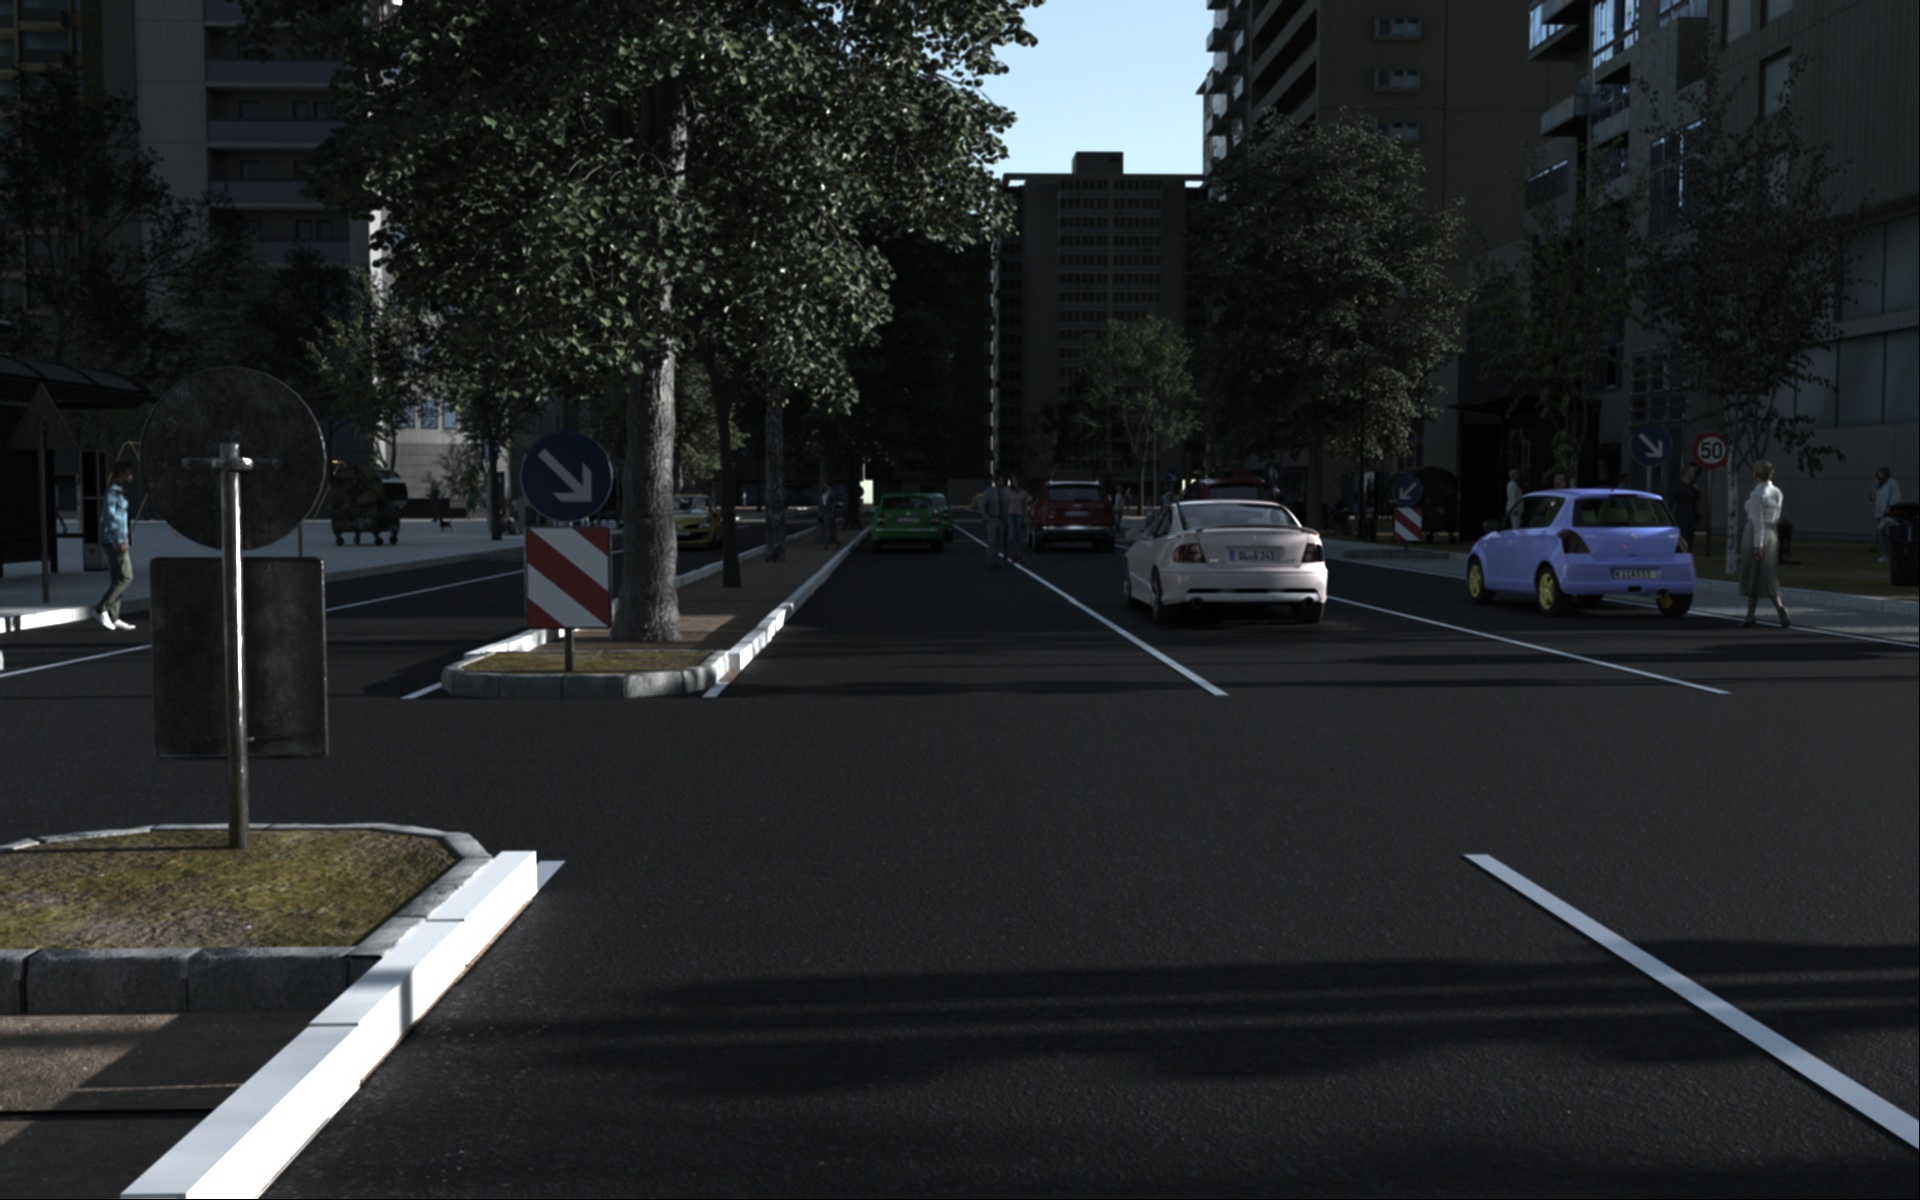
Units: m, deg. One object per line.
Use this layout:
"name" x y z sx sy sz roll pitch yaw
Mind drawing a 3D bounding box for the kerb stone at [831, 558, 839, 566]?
"kerb stone" -2.438 -0.658 32.962 0.120 0.150 1.000 0 4 -2

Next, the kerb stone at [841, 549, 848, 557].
"kerb stone" -2.605 -0.972 38.084 0.120 0.150 1.000 0 4 -2

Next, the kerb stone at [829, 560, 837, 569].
"kerb stone" -2.401 -0.596 31.936 0.120 0.150 1.000 0 4 -2

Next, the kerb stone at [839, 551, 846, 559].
"kerb stone" -2.569 -0.909 37.062 0.120 0.150 1.000 0 4 -2

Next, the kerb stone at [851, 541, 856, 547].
"kerb stone" -2.790 -1.344 44.216 0.120 0.150 1.000 0 4 -2

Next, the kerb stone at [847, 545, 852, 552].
"kerb stone" -2.700 -1.159 41.150 0.120 0.150 1.000 0 4 -2

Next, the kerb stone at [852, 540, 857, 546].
"kerb stone" -2.821 -1.410 45.245 0.120 0.150 1.000 0 4 -2

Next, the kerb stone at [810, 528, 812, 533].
"kerb stone" -5.451 -2.408 61.574 0.120 0.150 1.000 0 4 -2

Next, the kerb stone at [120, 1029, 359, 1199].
"kerb stone" -1.495 1.133 3.677 0.120 0.150 1.000 0 4 -2

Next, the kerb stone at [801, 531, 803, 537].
"kerb stone" -5.288 -2.095 56.453 0.120 0.150 1.000 0 4 -2

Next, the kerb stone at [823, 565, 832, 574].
"kerb stone" -2.330 -0.470 29.885 0.120 0.150 1.000 0 4 -2

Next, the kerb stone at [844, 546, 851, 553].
"kerb stone" -2.668 -1.094 40.128 0.120 0.150 1.000 0 4 -2

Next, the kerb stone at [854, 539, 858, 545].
"kerb stone" -2.858 -1.472 46.270 0.120 0.150 1.000 0 4 -2

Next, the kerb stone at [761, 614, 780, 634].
"kerb stone" -1.945 0.282 17.581 0.120 0.150 1.000 0 4 -2

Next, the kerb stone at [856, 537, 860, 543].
"kerb stone" -2.929 -1.597 48.313 0.120 0.150 1.000 0 4 -2

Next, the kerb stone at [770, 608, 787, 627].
"kerb stone" -1.981 0.219 18.616 0.120 0.150 1.000 0 4 -2

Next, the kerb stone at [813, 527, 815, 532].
"kerb stone" -5.515 -2.530 63.619 0.120 0.150 1.000 0 4 -2

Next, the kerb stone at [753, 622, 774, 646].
"kerb stone" -1.903 0.347 16.560 0.120 0.150 1.000 0 4 -2

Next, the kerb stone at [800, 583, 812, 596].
"kerb stone" -2.147 -0.095 23.742 0.120 0.150 1.000 0 4 -2

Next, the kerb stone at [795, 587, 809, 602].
"kerb stone" -2.109 -0.030 22.719 0.120 0.150 1.000 0 4 -2

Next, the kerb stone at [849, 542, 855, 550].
"kerb stone" -2.758 -1.284 43.194 0.120 0.150 1.000 0 4 -2

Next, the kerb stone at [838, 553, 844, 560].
"kerb stone" -2.540 -0.844 36.040 0.120 0.150 1.000 0 4 -2

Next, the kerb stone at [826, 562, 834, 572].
"kerb stone" -2.370 -0.532 30.907 0.120 0.150 1.000 0 4 -2

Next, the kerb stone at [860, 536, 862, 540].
"kerb stone" -2.992 -1.712 50.367 0.120 0.150 1.000 0 4 -2

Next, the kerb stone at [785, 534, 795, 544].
"kerb stone" -5.156 -1.845 52.353 0.120 0.150 1.000 0 4 -2

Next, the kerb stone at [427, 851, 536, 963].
"kerb stone" -1.569 1.007 5.728 0.120 0.150 1.000 0 4 -2

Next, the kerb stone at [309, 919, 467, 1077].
"kerb stone" -1.534 1.070 4.701 0.120 0.150 1.000 0 4 -2

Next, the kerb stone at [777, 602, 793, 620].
"kerb stone" -2.011 0.160 19.638 0.120 0.150 1.000 0 4 -2

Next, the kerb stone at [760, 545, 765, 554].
"kerb stone" -4.795 -1.155 41.086 0.120 0.150 1.000 0 4 -2

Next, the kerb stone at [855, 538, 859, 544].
"kerb stone" -2.897 -1.531 47.292 0.120 0.150 1.000 0 4 -2

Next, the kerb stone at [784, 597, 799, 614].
"kerb stone" -2.044 0.096 20.670 0.120 0.150 1.000 0 4 -2

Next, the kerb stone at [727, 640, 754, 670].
"kerb stone" -1.849 0.476 14.500 0.120 0.150 1.000 0 4 -2

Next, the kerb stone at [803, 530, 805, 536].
"kerb stone" -5.322 -2.158 57.480 0.120 0.150 1.000 0 4 -2

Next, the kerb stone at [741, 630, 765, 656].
"kerb stone" -1.876 0.407 15.538 0.120 0.150 1.000 0 4 -2

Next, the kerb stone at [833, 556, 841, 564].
"kerb stone" -2.471 -0.717 33.991 0.120 0.150 1.000 0 4 -2

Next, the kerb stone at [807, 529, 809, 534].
"kerb stone" -5.380 -2.283 59.524 0.120 0.150 1.000 0 4 -2

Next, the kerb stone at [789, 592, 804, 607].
"kerb stone" -2.075 0.030 21.698 0.120 0.150 1.000 0 4 -2

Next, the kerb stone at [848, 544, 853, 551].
"kerb stone" -2.733 -1.219 42.172 0.120 0.150 1.000 0 4 -2

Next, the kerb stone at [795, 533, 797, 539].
"kerb stone" -5.188 -1.907 53.378 0.120 0.150 1.000 0 4 -2

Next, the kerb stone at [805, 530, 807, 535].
"kerb stone" -5.353 -2.221 58.502 0.120 0.150 1.000 0 4 -2

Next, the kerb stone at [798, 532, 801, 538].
"kerb stone" -5.255 -2.031 55.421 0.120 0.150 1.000 0 4 -2

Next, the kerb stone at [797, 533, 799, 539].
"kerb stone" -5.218 -1.970 54.400 0.120 0.150 1.000 0 4 -2

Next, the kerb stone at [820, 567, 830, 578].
"kerb stone" -2.295 -0.407 28.854 0.120 0.150 1.000 0 4 -2

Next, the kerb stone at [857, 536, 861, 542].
"kerb stone" -2.953 -1.658 49.335 0.120 0.150 1.000 0 4 -2

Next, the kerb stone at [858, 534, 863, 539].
"kerb stone" -3.024 -1.786 51.404 0.120 0.150 1.000 0 4 -2

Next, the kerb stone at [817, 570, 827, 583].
"kerb stone" -2.264 -0.345 27.832 0.120 0.150 1.000 0 4 -2

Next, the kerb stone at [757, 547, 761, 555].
"kerb stone" -4.771 -1.093 40.058 0.120 0.150 1.000 0 4 -2

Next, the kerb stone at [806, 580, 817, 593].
"kerb stone" -2.170 -0.156 24.764 0.120 0.150 1.000 0 4 -2

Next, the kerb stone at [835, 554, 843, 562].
"kerb stone" -2.500 -0.784 35.018 0.120 0.150 1.000 0 4 -2

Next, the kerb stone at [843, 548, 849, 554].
"kerb stone" -2.634 -1.034 39.106 0.120 0.150 1.000 0 4 -2

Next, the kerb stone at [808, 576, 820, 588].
"kerb stone" -2.210 -0.220 25.788 0.120 0.150 1.000 0 4 -2

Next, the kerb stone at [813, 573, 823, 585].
"kerb stone" -2.240 -0.282 26.810 0.120 0.150 1.000 0 4 -2
